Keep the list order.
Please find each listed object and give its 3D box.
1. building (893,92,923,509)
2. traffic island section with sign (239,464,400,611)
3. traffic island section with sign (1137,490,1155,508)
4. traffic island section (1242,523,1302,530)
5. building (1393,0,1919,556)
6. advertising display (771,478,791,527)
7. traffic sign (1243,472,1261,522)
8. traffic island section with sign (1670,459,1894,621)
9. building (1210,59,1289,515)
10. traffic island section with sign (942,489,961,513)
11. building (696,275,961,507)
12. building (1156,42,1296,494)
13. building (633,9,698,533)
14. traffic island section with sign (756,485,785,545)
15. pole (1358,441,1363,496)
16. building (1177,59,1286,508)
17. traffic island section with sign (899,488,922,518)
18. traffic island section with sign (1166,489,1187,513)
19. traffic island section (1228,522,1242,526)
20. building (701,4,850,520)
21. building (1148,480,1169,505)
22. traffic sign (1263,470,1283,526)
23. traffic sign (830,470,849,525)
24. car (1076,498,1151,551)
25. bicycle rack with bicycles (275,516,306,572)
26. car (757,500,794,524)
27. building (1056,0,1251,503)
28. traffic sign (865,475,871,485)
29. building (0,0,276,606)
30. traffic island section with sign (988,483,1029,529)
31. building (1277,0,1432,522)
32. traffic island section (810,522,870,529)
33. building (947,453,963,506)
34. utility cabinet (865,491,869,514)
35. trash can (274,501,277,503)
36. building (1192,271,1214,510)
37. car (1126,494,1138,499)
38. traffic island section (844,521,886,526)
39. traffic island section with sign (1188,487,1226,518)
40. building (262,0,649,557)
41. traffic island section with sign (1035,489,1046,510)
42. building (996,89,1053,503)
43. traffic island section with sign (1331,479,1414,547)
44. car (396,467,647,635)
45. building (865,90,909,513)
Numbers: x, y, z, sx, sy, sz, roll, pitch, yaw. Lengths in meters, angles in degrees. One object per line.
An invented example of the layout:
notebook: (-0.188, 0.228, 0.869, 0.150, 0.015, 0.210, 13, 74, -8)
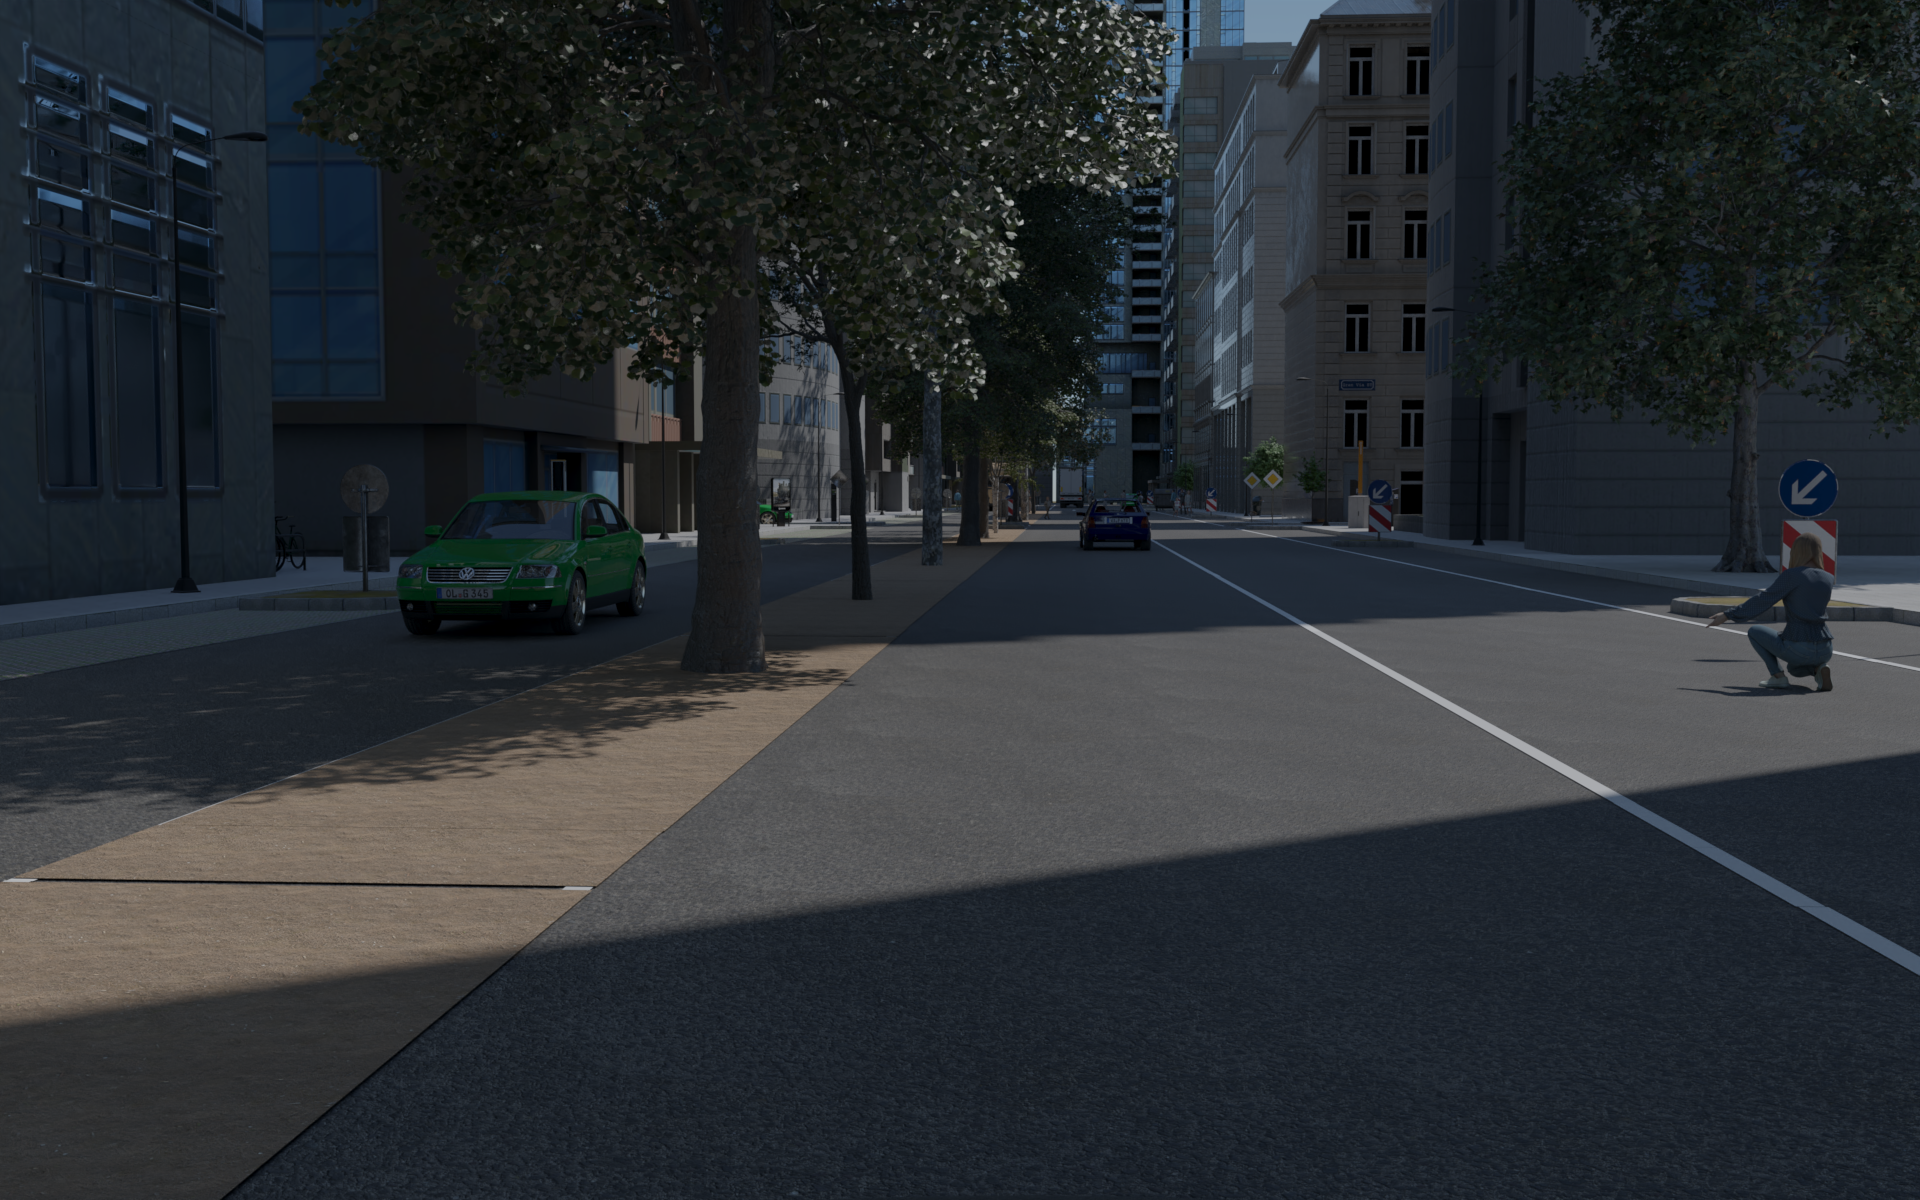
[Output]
building: (-10.120, -28.134, 143.581, 14.154, 41.232, 14.086, 0, 4, 4)
traffic island section with sign: (-7.769, -0.820, 22.039, 1.989, 1.847, 2.006, 0, 4, 4)
traffic island section with sign: (19.594, -10.473, 179.867, 1.989, 1.847, 2.006, 0, 4, 4)
traffic island section: (12.706, -2.940, 70.342, 2.009, 0.180, 2.903, 0, 4, 4)
building: (24.247, -30.941, 47.885, 21.231, 58.520, 28.212, 0, 4, 4)
advertising display: (-7.046, -3.848, 68.129, 0.123, 1.923, 0.974, 3, 5, 40)
traffic sign: (13.183, -4.562, 78.236, 0.795, 2.450, 0.064, 0, 4, 4)
traffic island section with sign: (9.584, -0.725, 20.478, 1.989, 1.847, 2.006, 0, 4, 4)
building: (24.108, -20.902, 119.233, 11.434, 29.767, 29.804, 0, 4, 4)
traffic island section with sign: (-0.910, -7.504, 131.324, 1.989, 1.847, 2.006, 0, 4, 4)
building: (-11.437, -31.456, 168.929, 22.147, 44.769, 28.867, 0, 4, 4)
building: (33.890, -34.798, 188.557, 23.786, 49.044, 30.456, 0, 4, 4)
building: (-22.311, -24.763, 59.504, 28.867, 44.769, 22.147, 0, 4, 4)
traffic island section with sign: (-6.057, -2.499, 49.486, 1.989, 1.847, 2.006, 0, 4, 4)
pole: (15.348, -4.439, 66.413, 0.158, 3.312, 0.155, 0, 3, 0)
building: (28.027, -29.559, 166.889, 14.154, 41.232, 14.086, 0, 4, 4)
traffic island section with sign: (-2.606, -5.859, 104.422, 1.989, 1.847, 2.006, 0, 4, 4)
traffic island section with sign: (16.450, -7.409, 129.764, 1.989, 1.847, 2.006, 0, 4, 4)
traffic island section: (13.207, -3.427, 78.312, 2.009, 0.180, 2.903, 0, 4, 4)
building: (-17.225, -33.654, 92.237, 21.231, 58.520, 28.212, 0, 4, 4)
building: (39.953, -32.039, 215.726, 32.217, 40.220, 23.993, 0, 4, 4)
traffic sign: (12.682, -4.075, 70.267, 0.795, 2.450, 0.064, 0, 4, 4)
traffic sign: (-4.976, -4.144, 71.393, 0.795, 2.450, 0.064, 0, 4, 4)
car: (4.025, -1.998, 45.254, 1.945, 1.354, 3.894, 0, 4, 2)
bicycle rack with bicycles: (-11.967, -0.935, 28.674, 2.852, 0.926, 2.925, 2, 4, 24)
car: (-9.614, -4.073, 75.382, 4.718, 1.807, 1.959, 0, 4, 3)
building: (29.404, -57.128, 246.716, 31.000, 86.520, 22.319, 0, 4, 4)
traffic sign: (-4.476, -4.631, 79.362, 0.795, 2.450, 0.064, 0, 4, 4)
building: (-20.692, -42.606, 9.285, 22.319, 86.520, 31.000, 0, 4, 4)
traffic island section with sign: (2.128, -4.314, 78.666, 2.006, 1.907, 1.989, 0, 4, 4)
building: (28.508, -17.476, 82.989, 25.104, 27.353, 12.463, 0, 4, 4)
traffic island section: (-5.000, -3.008, 71.456, 2.009, 0.180, 2.903, 0, 4, 4)
building: (-6.337, -25.637, 190.859, 14.160, 30.474, 14.107, 0, 4, 4)
utility cabinet: (-6.278, -6.104, 108.475, 1.173, 1.500, 0.318, 2, 4, 27)
trash can: (-13.924, -1.386, 34.311, 0.748, 1.137, 0.748, 0, 3, 0)
building: (24.718, -18.003, 143.500, 9.793, 20.994, 18.267, 0, 4, 4)
car: (16.142, -9.518, 164.414, 1.959, 1.807, 4.718, 0, 4, 3)
traffic island section: (-4.500, -3.495, 79.425, 2.009, 0.180, 2.903, 0, 4, 4)
traffic island section with sign: (14.756, -5.764, 102.862, 1.989, 1.847, 2.006, 0, 4, 4)
building: (-16.088, -23.899, 40.857, 14.600, 45.320, 14.200, 0, 4, 4)
traffic island section with sign: (6.830, -8.900, 153.657, 2.006, 1.907, 1.989, 0, 4, 4)
building: (-0.667, -43.169, 247.819, 28.212, 58.520, 21.231, 0, 4, 4)
traffic island section with sign: (11.281, -2.381, 47.559, 1.989, 1.847, 2.006, 0, 4, 4)
car: (-4.693, -0.626, 19.031, 1.959, 1.807, 4.718, 0, 4, 2)
building: (-11.280, -21.418, 121.883, 14.160, 30.474, 14.107, 0, 4, 4)
